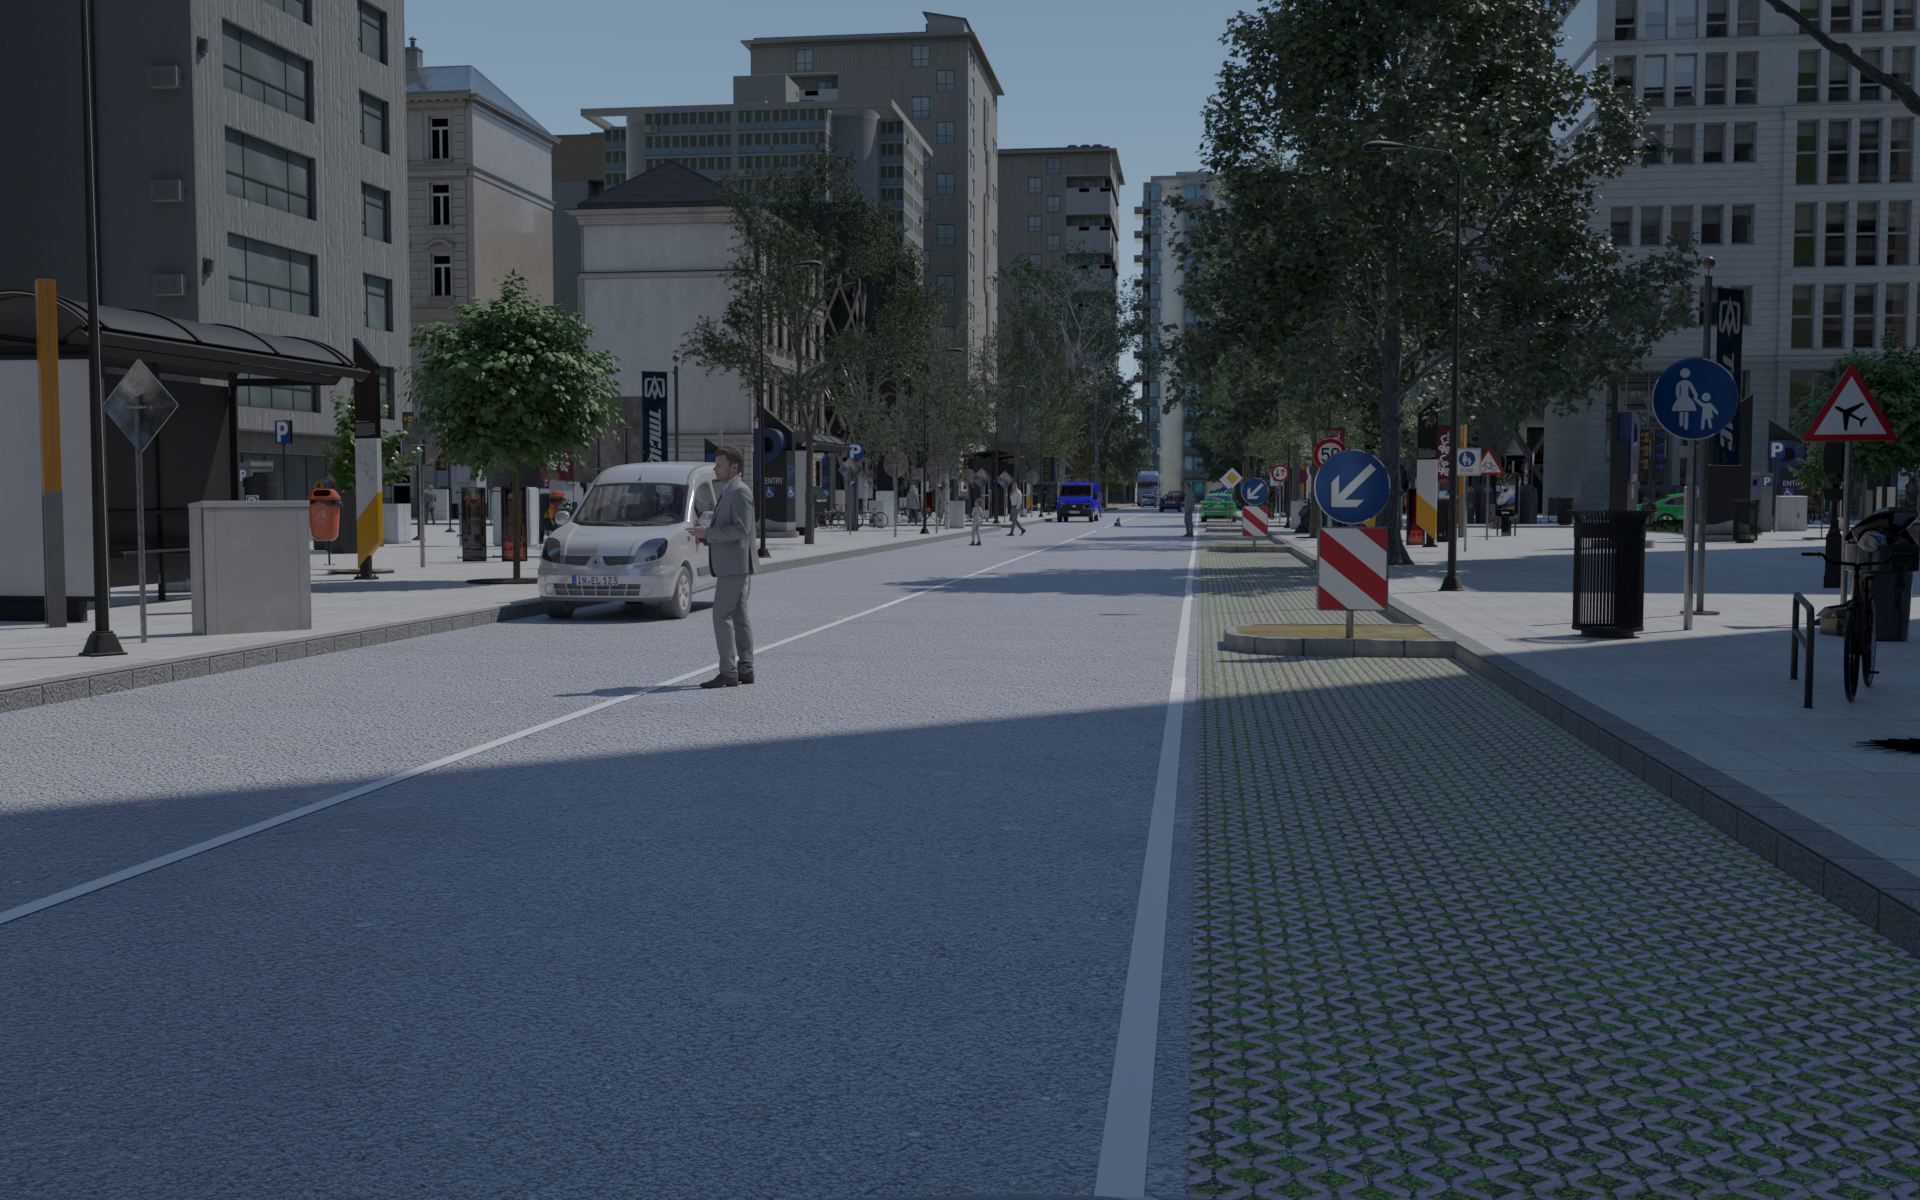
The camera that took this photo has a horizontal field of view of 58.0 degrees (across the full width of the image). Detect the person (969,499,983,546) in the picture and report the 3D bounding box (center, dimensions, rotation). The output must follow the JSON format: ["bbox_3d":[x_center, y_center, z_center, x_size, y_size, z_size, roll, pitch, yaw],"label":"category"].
[{"bbox_3d":[0.434,-2.158,48.055,0.394,1.301,0.425,2,4,28],"label":"person"}]

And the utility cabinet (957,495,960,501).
[{"bbox_3d":[-0.548,-7.771,138.217,1.020,1.237,0.306,0,4,3],"label":"utility cabinet"}]

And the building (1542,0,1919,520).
[{"bbox_3d":[46.123,-18.970,87.651,29.804,29.767,11.434,0,4,8],"label":"building"}]

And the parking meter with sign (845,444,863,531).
[{"bbox_3d":[-3.782,-3.944,60.746,0.543,3.016,1.738,-1,4,-11],"label":"parking meter with sign"}]

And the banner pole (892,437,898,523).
[{"bbox_3d":[-2.859,-5.277,76.291,0.401,3.779,0.863,-1,4,-20],"label":"banner pole"}]

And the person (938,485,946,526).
[{"bbox_3d":[-0.640,-3.720,69.448,0.709,1.813,0.853,1,4,12],"label":"person"}]

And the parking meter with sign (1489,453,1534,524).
[{"bbox_3d":[23.327,-4.711,73.281,1.738,3.016,0.543,2,4,26],"label":"parking meter with sign"}]

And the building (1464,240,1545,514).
[{"bbox_3d":[42.301,-15.179,115.626,16.820,18.784,16.811,0,4,8],"label":"building"}]

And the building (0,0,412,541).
[{"bbox_3d":[-23.601,-16.863,47.413,14.107,30.474,14.160,0,4,8],"label":"building"}]

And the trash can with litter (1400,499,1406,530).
[{"bbox_3d":[15.149,-3.075,61.342,2.233,1.210,1.678,-3,5,-42],"label":"trash can with litter"}]

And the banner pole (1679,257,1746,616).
[{"bbox_3d":[8.089,-1.742,18.491,0.863,3.779,0.401,-2,4,-32],"label":"banner pole"}]

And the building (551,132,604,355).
[{"bbox_3d":[-45.233,-34.323,211.292,14.200,45.320,14.600,0,4,8],"label":"building"}]

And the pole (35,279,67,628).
[{"bbox_3d":[-8.706,-1.391,16.581,0.158,3.312,0.155,0,3,0],"label":"pole"}]

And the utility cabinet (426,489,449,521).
[{"bbox_3d":[-24.893,-4.524,82.653,1.173,1.500,0.318,1,4,19],"label":"utility cabinet"}]

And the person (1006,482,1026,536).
[{"bbox_3d":[1.906,-3.105,59.363,0.850,1.850,0.679,-2,4,-29],"label":"person"}]

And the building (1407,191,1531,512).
[{"bbox_3d":[42.220,-19.358,134.528,12.078,24.808,19.932,0,4,8],"label":"building"}]

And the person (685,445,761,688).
[{"bbox_3d":[-1.796,-0.262,12.981,0.583,1.804,0.606,-1,4,-21],"label":"person"}]

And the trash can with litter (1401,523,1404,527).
[{"bbox_3d":[15.986,-3.246,64.462,1.055,1.170,0.624,1,4,21],"label":"trash can with litter"}]

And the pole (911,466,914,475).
[{"bbox_3d":[-3.416,-8.017,124.926,0.158,3.312,0.155,0,3,0],"label":"pole"}]

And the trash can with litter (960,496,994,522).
[{"bbox_3d":[0.664,-4.159,79.057,2.233,1.210,1.678,-1,4,-22],"label":"trash can with litter"}]

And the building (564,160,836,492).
[{"bbox_3d":[-14.319,-14.421,100.408,10.561,19.102,19.286,0,4,8],"label":"building"}]

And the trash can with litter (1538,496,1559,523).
[{"bbox_3d":[26.027,-4.040,77.111,2.233,1.210,1.678,-1,4,-8],"label":"trash can with litter"}]

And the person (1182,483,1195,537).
[{"bbox_3d":[7.656,-3.014,57.874,0.391,1.810,0.635,0,4,-5],"label":"person"}]

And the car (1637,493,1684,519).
[{"bbox_3d":[28.530,-3.558,66.966,4.718,1.807,1.959,1,4,9],"label":"car"}]

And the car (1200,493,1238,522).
[{"bbox_3d":[13.270,-4.888,88.718,1.959,1.807,4.718,1,4,9],"label":"car"}]

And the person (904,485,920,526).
[{"bbox_3d":[-2.045,-3.888,72.249,0.709,1.800,0.728,1,4,23],"label":"person"}]

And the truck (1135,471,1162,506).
[{"bbox_3d":[23.000,-13.374,208.416,2.967,4.110,18.799,1,4,9],"label":"truck"}]

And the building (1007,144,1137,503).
[{"bbox_3d":[12.507,-41.064,260.639,27.495,52.752,28.713,0,4,8],"label":"building"}]

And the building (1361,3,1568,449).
[{"bbox_3d":[53.432,-52.672,173.863,22.319,86.520,31.000,0,4,8],"label":"building"}]

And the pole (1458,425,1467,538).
[{"bbox_3d":[14.757,-3.488,50.876,0.158,3.312,0.155,0,3,0],"label":"pole"}]

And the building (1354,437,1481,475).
[{"bbox_3d":[52.436,-33.521,198.180,14.600,45.320,14.200,0,4,8],"label":"building"}]

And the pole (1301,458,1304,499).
[{"bbox_3d":[18.474,-6.098,93.545,0.158,3.312,0.155,0,3,0],"label":"pole"}]

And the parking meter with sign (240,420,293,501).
[{"bbox_3d":[-16.391,-2.690,40.240,0.543,3.016,1.738,2,4,32],"label":"parking meter with sign"}]

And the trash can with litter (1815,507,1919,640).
[{"bbox_3d":[8.015,-0.248,15.442,0.624,1.170,1.055,0,4,-8],"label":"trash can with litter"}]

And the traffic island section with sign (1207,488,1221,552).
[{"bbox_3d":[7.195,-2.104,43.031,1.989,1.847,2.006,0,4,8],"label":"traffic island section with sign"}]

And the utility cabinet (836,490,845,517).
[{"bbox_3d":[-6.852,-5.378,96.613,1.173,1.500,0.318,3,5,45],"label":"utility cabinet"}]

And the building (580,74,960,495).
[{"bbox_3d":[-16.552,-28.924,164.793,32.217,40.220,23.993,0,4,8],"label":"building"}]

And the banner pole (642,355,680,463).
[{"bbox_3d":[-5.316,-2.515,31.145,0.863,3.779,0.401,-2,4,-23],"label":"banner pole"}]

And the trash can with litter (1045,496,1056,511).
[{"bbox_3d":[6.441,-6.776,122.179,0.624,1.170,1.055,-2,4,-29],"label":"trash can with litter"}]

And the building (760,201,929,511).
[{"bbox_3d":[-9.832,-18.976,139.929,12.332,23.373,15.834,0,4,8],"label":"building"}]

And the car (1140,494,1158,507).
[{"bbox_3d":[20.750,-10.902,190.242,2.014,1.417,4.499,0,4,8],"label":"car"}]

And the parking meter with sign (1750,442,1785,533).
[{"bbox_3d":[27.093,-3.806,58.482,0.543,3.016,1.738,0,4,-3],"label":"parking meter with sign"}]

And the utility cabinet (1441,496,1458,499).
[{"bbox_3d":[18.061,-3.232,64.004,0.306,1.237,1.020,0,4,-4],"label":"utility cabinet"}]

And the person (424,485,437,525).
[{"bbox_3d":[-22.160,-3.887,72.226,0.590,1.801,0.661,2,4,29],"label":"person"}]

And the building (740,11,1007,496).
[{"bbox_3d":[-10.120,-37.339,199.723,27.495,52.752,28.713,0,4,8],"label":"building"}]

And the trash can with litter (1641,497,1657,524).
[{"bbox_3d":[25.280,-3.151,62.898,1.055,1.170,0.624,2,4,23],"label":"trash can with litter"}]

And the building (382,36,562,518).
[{"bbox_3d":[-37.096,-18.496,99.669,25.104,27.353,12.463,0,4,8],"label":"building"}]

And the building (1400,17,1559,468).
[{"bbox_3d":[45.688,-28.736,153.424,14.154,41.232,14.086,0,4,8],"label":"building"}]

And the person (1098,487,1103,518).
[{"bbox_3d":[8.157,-5.782,103.023,0.713,1.824,0.794,-2,4,-31],"label":"person"}]

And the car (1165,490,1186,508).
[{"bbox_3d":[22.614,-10.576,181.592,2.281,1.827,5.304,0,4,8],"label":"car"}]

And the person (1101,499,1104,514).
[{"bbox_3d":[10.134,-7.098,125.227,0.598,1.740,0.731,2,4,27],"label":"person"}]

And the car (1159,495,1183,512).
[{"bbox_3d":[16.853,-7.703,138.525,1.945,1.354,3.894,1,4,9],"label":"car"}]

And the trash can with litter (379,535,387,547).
[{"bbox_3d":[-14.370,-1.862,41.830,0.624,1.170,1.055,1,4,14],"label":"trash can with litter"}]

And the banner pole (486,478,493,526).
[{"bbox_3d":[-19.058,-4.865,69.552,0.863,3.779,0.401,1,4,18],"label":"banner pole"}]

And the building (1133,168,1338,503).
[{"bbox_3d":[41.009,-38.871,255.154,30.456,49.044,23.786,0,4,8],"label":"building"}]

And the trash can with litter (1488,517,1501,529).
[{"bbox_3d":[19.830,-3.207,63.816,0.624,1.170,1.055,-1,4,-16],"label":"trash can with litter"}]

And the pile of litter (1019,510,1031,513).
[{"bbox_3d":[4.243,-6.297,116.925,1.176,0.858,1.719,-3,5,-43],"label":"pile of litter"}]

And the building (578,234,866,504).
[{"bbox_3d":[-15.107,-15.368,118.714,16.820,18.784,16.811,0,4,8],"label":"building"}]
